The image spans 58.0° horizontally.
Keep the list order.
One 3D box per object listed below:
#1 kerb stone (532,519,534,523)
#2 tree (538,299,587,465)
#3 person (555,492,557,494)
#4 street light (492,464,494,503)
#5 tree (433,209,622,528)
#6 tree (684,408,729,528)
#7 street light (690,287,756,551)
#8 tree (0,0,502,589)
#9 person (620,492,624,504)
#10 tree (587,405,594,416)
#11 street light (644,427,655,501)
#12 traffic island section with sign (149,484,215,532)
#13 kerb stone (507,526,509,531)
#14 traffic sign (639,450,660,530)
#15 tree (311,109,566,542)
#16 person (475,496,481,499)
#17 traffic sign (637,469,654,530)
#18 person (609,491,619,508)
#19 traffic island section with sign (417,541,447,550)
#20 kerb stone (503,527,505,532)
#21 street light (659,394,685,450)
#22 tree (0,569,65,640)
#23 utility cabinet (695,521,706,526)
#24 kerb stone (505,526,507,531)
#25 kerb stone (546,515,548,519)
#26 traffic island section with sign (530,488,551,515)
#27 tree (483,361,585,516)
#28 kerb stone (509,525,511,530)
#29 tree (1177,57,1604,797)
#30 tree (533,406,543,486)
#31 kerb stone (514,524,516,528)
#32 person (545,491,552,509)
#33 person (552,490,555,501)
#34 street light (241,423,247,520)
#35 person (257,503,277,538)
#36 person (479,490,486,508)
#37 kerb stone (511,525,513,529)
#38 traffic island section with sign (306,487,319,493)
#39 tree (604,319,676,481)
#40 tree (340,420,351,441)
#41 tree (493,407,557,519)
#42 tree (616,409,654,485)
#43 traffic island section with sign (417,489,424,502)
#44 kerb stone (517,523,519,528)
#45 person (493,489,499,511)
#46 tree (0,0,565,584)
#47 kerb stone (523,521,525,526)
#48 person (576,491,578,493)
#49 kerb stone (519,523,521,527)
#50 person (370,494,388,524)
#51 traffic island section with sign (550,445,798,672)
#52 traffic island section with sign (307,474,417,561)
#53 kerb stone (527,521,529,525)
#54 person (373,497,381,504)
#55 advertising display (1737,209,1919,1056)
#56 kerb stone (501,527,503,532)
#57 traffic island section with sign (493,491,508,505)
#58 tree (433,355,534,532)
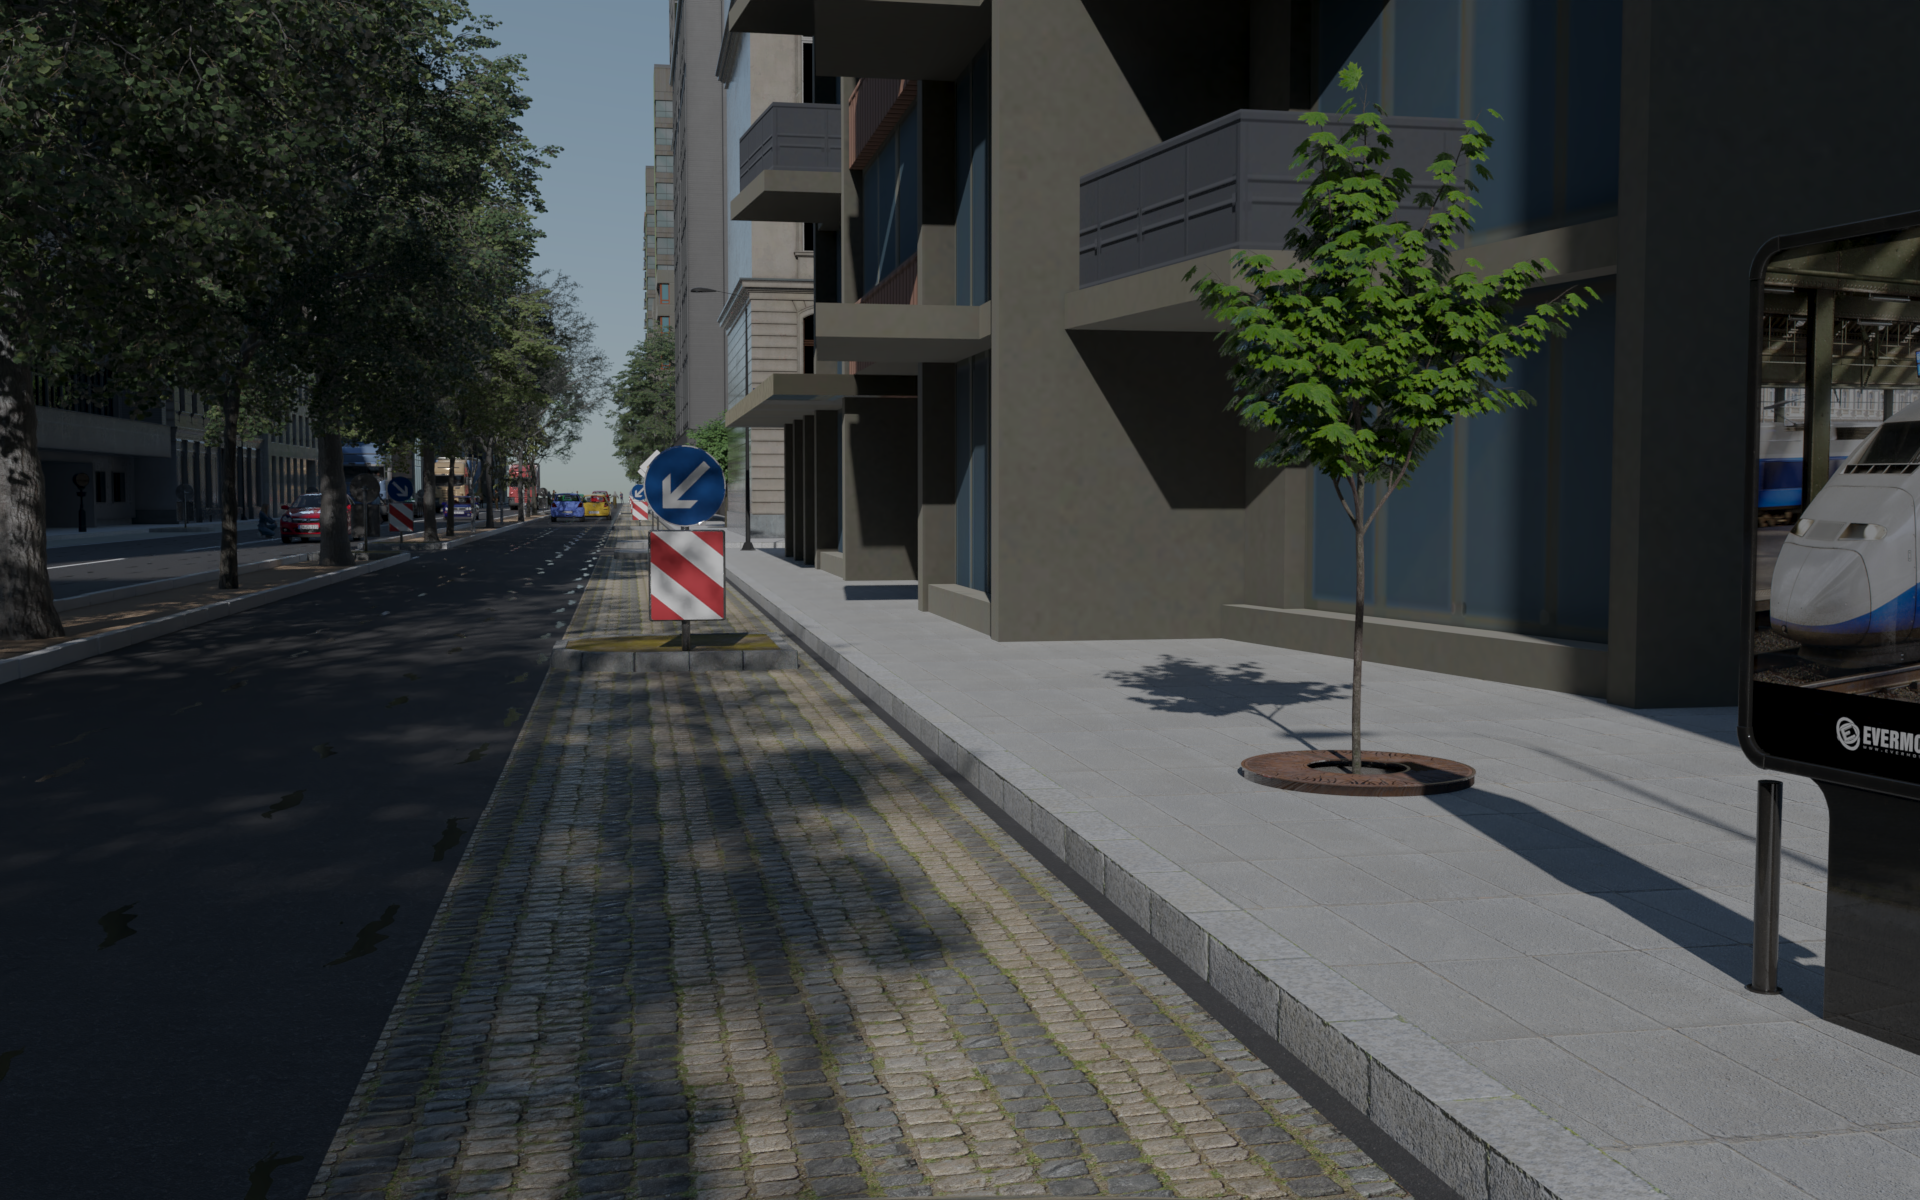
[{"bbox_3d":[-20.877,-3.771,83.951,0.120,0.150,1.000,-1,4,-11],"label":"kerb stone"},{"bbox_3d":[-17.215,-7.406,57.950,8.767,10.594,7.601,-1,4,-11],"label":"tree"},{"bbox_3d":[-57.651,-14.526,246.514,0.721,1.766,1.217,-1,4,-8],"label":"person"},{"bbox_3d":[-64.388,-16.410,240.845,1.470,5.913,1.316,-1,4,-11],"label":"street light"},{"bbox_3d":[-19.673,-9.735,71.990,12.009,13.543,11.850,0,3,0],"label":"tree"},{"bbox_3d":[-9.068,-5.057,66.398,4.285,4.588,4.351,0,3,0],"label":"tree"},{"bbox_3d":[-5.353,-4.072,39.122,1.470,5.913,1.316,-1,4,-11],"label":"street light"},{"bbox_3d":[-10.952,-5.413,25.373,8.767,10.594,7.601,-1,4,-11],"label":"tree"},{"bbox_3d":[-47.881,-14.436,244.979,0.683,1.767,0.568,1,4,12],"label":"person"},{"bbox_3d":[-26.384,-10.302,105.310,8.767,10.594,7.601,-1,4,-11],"label":"tree"},{"bbox_3d":[-21.171,-9.075,120.923,1.470,5.913,1.316,-1,4,-11],"label":"street light"},{"bbox_3d":[-29.284,-3.465,65.286,1.989,1.847,2.006,-1,4,-11],"label":"traffic island section with sign"},{"bbox_3d":[-17.598,-2.731,66.840,0.120,0.150,1.000,-1,4,-11],"label":"kerb stone"},{"bbox_3d":[-6.821,-2.166,39.059,0.795,2.450,0.064,-1,4,-11],"label":"traffic sign"},{"bbox_3d":[-15.465,-7.943,50.456,7.486,12.596,7.792,0,3,0],"label":"tree"},{"bbox_3d":[-46.570,-9.665,166.604,1.350,1.814,0.705,3,5,39],"label":"person"},{"bbox_3d":[-8.324,-2.646,46.902,0.795,2.450,0.064,-1,4,-11],"label":"traffic sign"},{"bbox_3d":[-34.713,-10.072,173.909,0.721,1.736,1.217,3,4,39],"label":"person"},{"bbox_3d":[-14.583,-2.282,45.440,2.006,1.907,1.989,-1,4,-11],"label":"traffic island section with sign"},{"bbox_3d":[-17.214,-2.608,64.829,0.120,0.150,1.000,-1,4,-11],"label":"kerb stone"},{"bbox_3d":[-13.198,-6.588,80.263,1.470,5.913,1.316,-1,4,-11],"label":"street light"},{"bbox_3d":[-9.232,-6.576,16.626,9.857,13.997,8.962,0,3,0],"label":"tree"},{"bbox_3d":[-10.693,-3.578,69.658,0.306,1.237,1.020,3,5,42],"label":"utility cabinet"},{"bbox_3d":[-17.404,-2.665,65.834,0.120,0.150,1.000,-1,4,-11],"label":"kerb stone"},{"bbox_3d":[-23.580,-4.640,98.057,0.120,0.150,1.000,-1,4,-11],"label":"kerb stone"},{"bbox_3d":[-28.737,-6.795,119.238,2.006,1.907,1.989,-1,4,-11],"label":"traffic island section with sign"},{"bbox_3d":[-28.274,-11.384,114.333,9.928,11.665,9.643,0,3,0],"label":"tree"},{"bbox_3d":[-17.792,-2.792,67.843,0.120,0.150,1.000,-1,4,-11],"label":"kerb stone"},{"bbox_3d":[1.723,-0.811,7.863,1.663,3.219,1.824,0,3,0],"label":"tree"},{"bbox_3d":[-21.297,-7.794,80.248,4.360,8.622,3.978,0,3,0],"label":"tree"},{"bbox_3d":[-18.373,-2.976,70.859,0.120,0.150,1.000,-1,4,-11],"label":"kerb stone"},{"bbox_3d":[-39.224,-9.548,165.343,1.217,1.736,0.721,-1,4,-12],"label":"person"},{"bbox_3d":[-37.050,-9.150,158.126,0.705,1.821,1.348,0,3,0],"label":"person"},{"bbox_3d":[-34.338,-6.833,84.266,1.470,5.913,1.316,-1,4,-11],"label":"street light"},{"bbox_3d":[-22.591,-2.611,56.688,0.738,1.151,1.012,0,4,-7],"label":"person"},{"bbox_3d":[-49.532,-10.436,179.227,1.348,1.812,0.705,1,4,9],"label":"person"},{"bbox_3d":[-17.981,-2.854,68.853,0.120,0.150,1.000,-1,4,-11],"label":"kerb stone"},{"bbox_3d":[-34.386,-5.094,91.909,1.989,1.847,2.006,-1,4,-11],"label":"traffic island section with sign"},{"bbox_3d":[-21.550,-13.535,127.954,9.857,13.997,8.962,0,3,0],"label":"tree"},{"bbox_3d":[-41.857,-9.996,113.789,4.737,8.622,4.395,0,3,0],"label":"tree"},{"bbox_3d":[-24.662,-8.849,97.507,4.737,8.622,4.395,0,3,0],"label":"tree"},{"bbox_3d":[-35.510,-17.520,203.464,9.611,12.733,9.660,0,3,0],"label":"tree"},{"bbox_3d":[-43.756,-8.085,140.815,1.989,1.847,2.006,-1,4,-11],"label":"traffic island section with sign"},{"bbox_3d":[-18.756,-3.099,72.867,0.120,0.150,1.000,-1,4,-11],"label":"kerb stone"},{"bbox_3d":[-39.536,-8.531,147.620,0.705,1.869,1.348,-2,4,-28],"label":"person"},{"bbox_3d":[-12.384,-7.636,33.968,9.857,13.997,8.962,0,3,0],"label":"tree"},{"bbox_3d":[-19.526,-3.346,76.907,0.120,0.150,1.000,-1,4,-11],"label":"kerb stone"},{"bbox_3d":[-35.600,-9.281,160.958,1.217,1.735,0.721,0,4,8],"label":"person"},{"bbox_3d":[-18.945,-3.160,73.881,0.120,0.150,1.000,-1,4,-11],"label":"kerb stone"},{"bbox_3d":[-27.250,-4.476,81.907,1.509,1.804,0.699,-2,4,-24],"label":"person"},{"bbox_3d":[-2.476,-0.378,14.814,1.989,1.847,2.006,-1,4,-11],"label":"traffic island section with sign"},{"bbox_3d":[-13.198,-1.836,38.163,2.006,1.907,1.989,-1,4,-11],"label":"traffic island section with sign"},{"bbox_3d":[-20.112,-3.526,79.919,0.120,0.150,1.000,-1,4,-11],"label":"kerb stone"},{"bbox_3d":[-27.210,-4.302,80.651,0.330,1.601,0.589,1,4,16],"label":"person"},{"bbox_3d":[2.207,0.074,4.010,0.123,1.923,0.974,-1,4,-17],"label":"advertising display"},{"bbox_3d":[-17.023,-2.543,63.822,0.120,0.150,1.000,-1,4,-11],"label":"kerb stone"},{"bbox_3d":[-59.452,-13.095,222.731,1.989,1.847,2.006,-1,4,-11],"label":"traffic island section with sign"},{"bbox_3d":[-18.073,-6.802,64.025,4.360,8.622,3.978,0,3,0],"label":"tree"}]
